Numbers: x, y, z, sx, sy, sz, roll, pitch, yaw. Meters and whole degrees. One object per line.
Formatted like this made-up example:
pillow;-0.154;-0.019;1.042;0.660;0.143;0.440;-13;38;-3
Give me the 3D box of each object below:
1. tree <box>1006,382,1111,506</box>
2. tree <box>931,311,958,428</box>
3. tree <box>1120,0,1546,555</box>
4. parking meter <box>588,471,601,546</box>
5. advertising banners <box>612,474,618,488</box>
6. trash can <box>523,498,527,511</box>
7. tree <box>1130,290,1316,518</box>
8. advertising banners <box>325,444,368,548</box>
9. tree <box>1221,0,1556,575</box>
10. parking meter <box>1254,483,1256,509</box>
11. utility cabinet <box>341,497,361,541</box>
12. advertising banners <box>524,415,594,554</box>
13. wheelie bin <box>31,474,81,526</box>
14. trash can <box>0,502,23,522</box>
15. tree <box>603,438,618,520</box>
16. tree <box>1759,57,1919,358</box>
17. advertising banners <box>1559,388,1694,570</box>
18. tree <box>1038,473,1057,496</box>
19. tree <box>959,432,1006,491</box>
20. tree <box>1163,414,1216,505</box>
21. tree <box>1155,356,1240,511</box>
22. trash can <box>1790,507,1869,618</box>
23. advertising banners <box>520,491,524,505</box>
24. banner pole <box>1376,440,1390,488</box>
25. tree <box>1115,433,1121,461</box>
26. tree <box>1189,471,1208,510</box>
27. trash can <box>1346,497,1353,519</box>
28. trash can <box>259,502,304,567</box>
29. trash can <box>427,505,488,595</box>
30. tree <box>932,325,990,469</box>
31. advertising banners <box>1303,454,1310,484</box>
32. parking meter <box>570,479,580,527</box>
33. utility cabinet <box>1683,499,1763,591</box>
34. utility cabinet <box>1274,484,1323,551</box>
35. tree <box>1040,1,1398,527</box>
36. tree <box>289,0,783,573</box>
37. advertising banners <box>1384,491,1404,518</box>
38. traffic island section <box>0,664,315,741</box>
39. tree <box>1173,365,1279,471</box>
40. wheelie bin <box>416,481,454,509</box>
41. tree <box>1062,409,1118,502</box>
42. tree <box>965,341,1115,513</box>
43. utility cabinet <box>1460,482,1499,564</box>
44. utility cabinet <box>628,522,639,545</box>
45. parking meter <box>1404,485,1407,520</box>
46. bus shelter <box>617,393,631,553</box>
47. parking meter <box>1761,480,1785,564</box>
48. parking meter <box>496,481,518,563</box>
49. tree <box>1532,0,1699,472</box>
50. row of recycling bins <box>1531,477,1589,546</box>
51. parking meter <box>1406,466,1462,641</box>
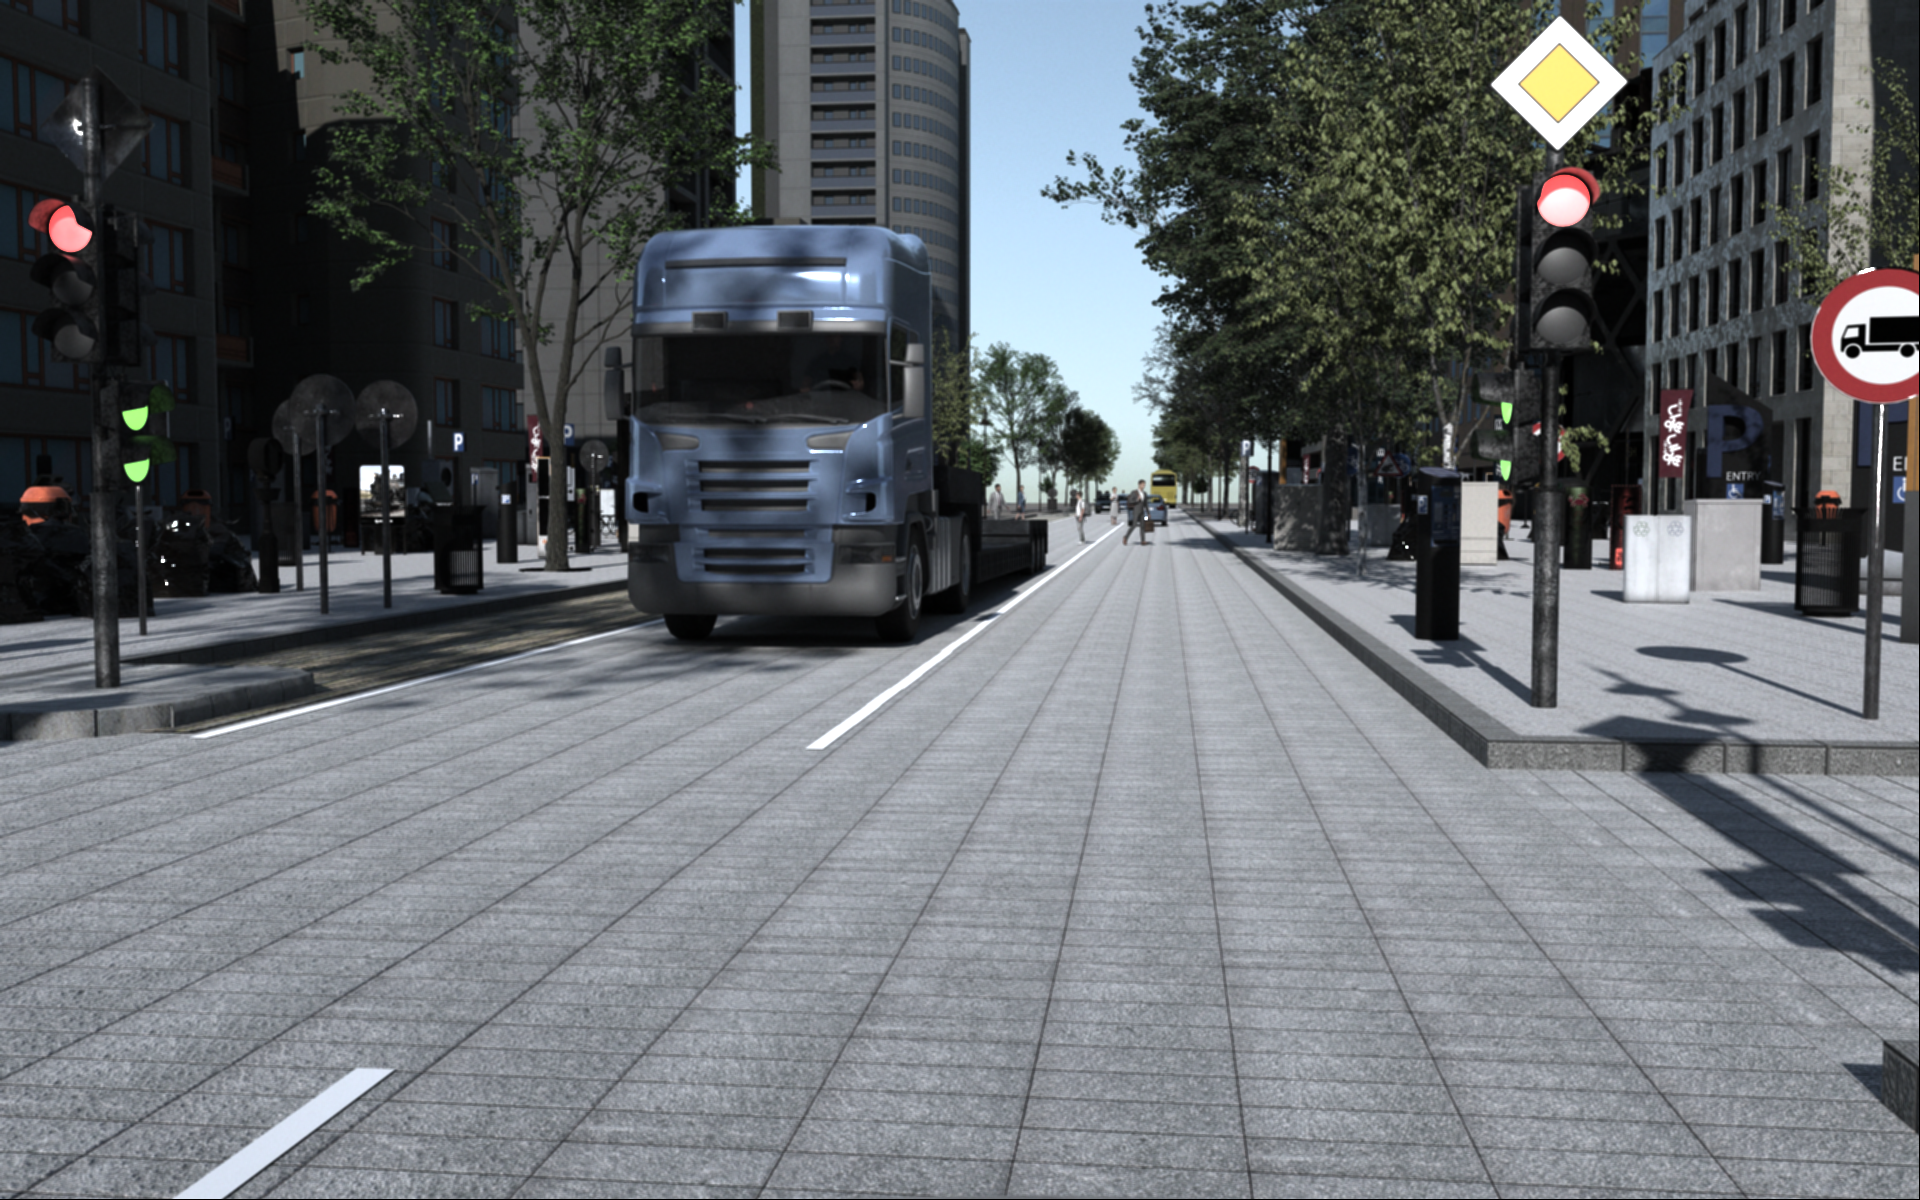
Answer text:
tree;7.787;-12.824;144.085;8.767;10.594;7.601;-2;4;-29
tree;-2.224;-7.041;65.475;4.360;8.622;3.978;0;3;0
tree;7.861;-7.928;36.283;9.857;13.997;8.962;0;3;0
parking meter;-8.986;-2.256;42.593;0.255;1.863;0.399;-1;4;-17
advertising banners;-16.647;-5.127;80.012;2.074;3.025;0.090;-2;4;-24
trash can;-15.660;-3.174;63.556;0.748;1.137;0.748;0;3;0
tree;14.201;-11.096;91.782;12.009;13.543;11.850;0;3;0
advertising banners;-14.537;-2.762;41.354;2.074;3.025;0.090;2;4;27
tree;6.234;-4.682;26.906;4.737;8.622;4.395;0;3;0
parking meter;14.455;-4.789;84.009;0.399;1.863;0.255;0;4;5
utility cabinet;-16.699;-2.222;47.491;0.306;1.237;1.020;-2;4;-33
advertising banners;-8.733;-2.542;37.748;2.074;3.025;0.090;3;4;37
wheelie bin;-14.686;-1.232;28.047;0.693;1.594;0.980;0;4;4
trash can;-16.542;-1.146;30.392;0.748;1.137;0.748;0;3;0
tree;-16.492;-6.252;85.934;4.285;4.588;4.351;0;3;0
tree;15.465;-4.743;27.904;4.737;8.622;4.395;0;3;0
advertising banners;11.168;-2.013;29.094;2.074;3.025;0.090;2;4;26
tree;7.695;-9.775;154.427;1.663;3.219;1.824;0;3;0
tree;0.777;-6.588;91.425;4.285;4.588;4.351;0;3;0
tree;28.396;-17.452;211.087;9.928;11.665;9.643;0;3;0
tree;18.314;-12.858;128.361;7.486;12.596;7.792;0;3;0
trash can;9.099;-0.398;18.157;0.748;1.137;0.748;0;3;0
advertising banners;-21.977;-5.437;85.084;2.074;3.025;0.090;0;4;-8
banner pole;19.452;-5.477;79.569;0.863;3.779;0.401;-1;4;-18
tree;19.267;-19.538;245.206;9.928;11.665;9.643;0;3;0
tree;19.925;-9.042;142.437;1.663;3.219;1.824;0;3;0
trash can;18.802;-4.450;84.409;0.748;1.137;0.748;0;3;0
trash can;-12.045;-1.170;30.784;0.748;1.137;0.748;0;3;0
trash can;-6.431;-0.645;22.204;0.748;1.137;0.748;0;3;0
tree;-0.543;-7.600;74.630;4.737;8.622;4.395;0;3;0
advertising banners;14.835;-4.912;76.492;0.090;3.025;2.074;-2;4;-24
parking meter;-14.812;-3.723;66.583;0.399;1.863;0.255;0;4;7
utility cabinet;10.122;-0.726;23.024;1.020;1.237;0.306;-1;4;-13
utility cabinet;7.599;-1.847;38.872;0.318;1.500;1.173;-3;5;-41
tree;9.914;-12.971;67.966;12.611;20.169;13.585;0;3;0
tree;-6.764;-6.273;28.322;9.928;11.665;9.643;0;3;0
advertising banners;21.257;-5.282;82.542;2.074;3.025;0.090;1;4;23
traffic island section;-5.685;0.658;11.529;2.009;0.180;2.903;0;4;7
tree;17.184;-10.732;109.884;7.601;10.594;8.767;-3;4;-37
wheelie bin;-13.032;-2.139;42.889;0.693;1.594;0.980;2;4;29
tree;17.360;-19.197;232.002;7.486;12.596;7.792;0;3;0
tree;3.890;-11.764;118.090;9.928;11.665;9.643;0;3;0
utility cabinet;9.129;-1.388;31.371;1.173;1.500;0.318;1;4;17
utility cabinet;-5.683;-1.434;32.128;0.318;1.500;1.173;2;4;28
parking meter;12.837;-2.502;49.322;0.372;1.533;0.369;0;3;0
bus shelter;-6.296;-3.022;40.697;1.731;3.624;6.357;0;4;7
parking meter;14.928;-1.430;31.799;0.372;1.533;0.369;0;3;0
parking meter;-8.415;-1.452;32.155;0.372;1.533;0.369;0;3;0
tree;5.464;-4.189;18.848;4.737;8.622;4.395;0;3;0
row of recycling bins;15.325;-2.262;44.096;1.069;1.692;3.534;0;4;8
parking meter;4.226;-0.421;15.297;0.372;1.533;0.369;0;3;0
